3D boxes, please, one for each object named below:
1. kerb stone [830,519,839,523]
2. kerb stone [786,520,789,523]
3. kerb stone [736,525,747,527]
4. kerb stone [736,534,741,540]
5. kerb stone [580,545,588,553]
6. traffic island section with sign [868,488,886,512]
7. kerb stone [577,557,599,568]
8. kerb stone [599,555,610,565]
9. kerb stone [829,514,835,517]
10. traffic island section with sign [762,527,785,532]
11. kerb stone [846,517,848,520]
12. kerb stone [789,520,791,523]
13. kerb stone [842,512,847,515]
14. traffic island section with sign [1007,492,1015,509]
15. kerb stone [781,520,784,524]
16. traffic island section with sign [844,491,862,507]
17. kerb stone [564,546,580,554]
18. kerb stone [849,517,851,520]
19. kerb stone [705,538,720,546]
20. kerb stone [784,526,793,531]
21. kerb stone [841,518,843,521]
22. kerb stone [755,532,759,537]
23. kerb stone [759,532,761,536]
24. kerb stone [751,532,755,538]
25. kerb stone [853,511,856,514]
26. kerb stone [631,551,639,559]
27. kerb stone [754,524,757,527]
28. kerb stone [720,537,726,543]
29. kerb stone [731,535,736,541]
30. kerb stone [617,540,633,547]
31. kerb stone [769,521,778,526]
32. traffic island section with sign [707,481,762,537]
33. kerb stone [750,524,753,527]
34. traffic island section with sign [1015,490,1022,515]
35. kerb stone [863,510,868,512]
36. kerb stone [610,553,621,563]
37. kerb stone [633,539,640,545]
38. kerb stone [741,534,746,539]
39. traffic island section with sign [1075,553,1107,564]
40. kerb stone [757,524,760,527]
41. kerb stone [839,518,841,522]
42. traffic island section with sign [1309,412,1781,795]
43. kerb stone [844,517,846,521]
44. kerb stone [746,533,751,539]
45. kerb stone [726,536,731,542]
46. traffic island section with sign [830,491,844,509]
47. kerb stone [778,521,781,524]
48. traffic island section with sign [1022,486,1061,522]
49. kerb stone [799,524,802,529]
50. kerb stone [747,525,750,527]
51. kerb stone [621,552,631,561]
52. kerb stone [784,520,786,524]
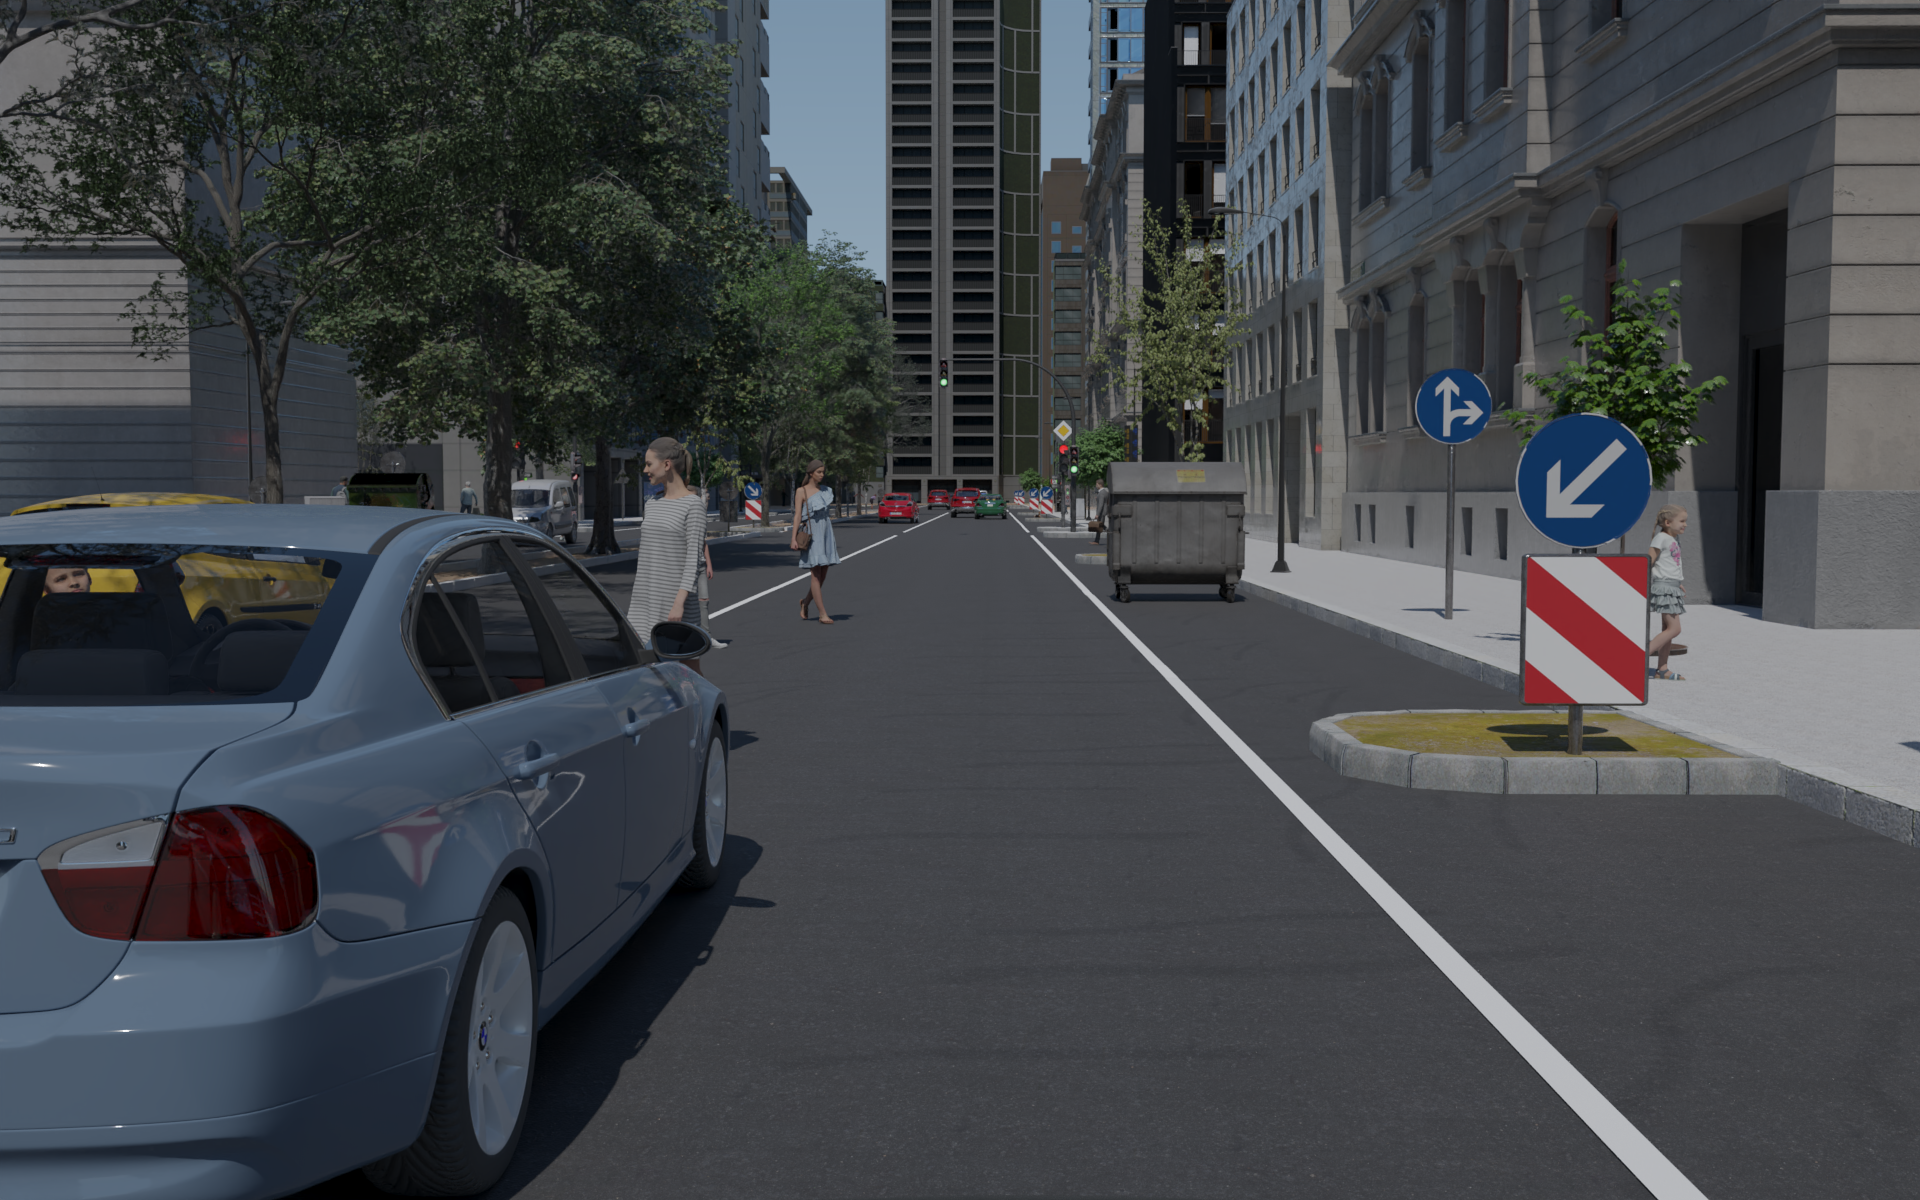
[{"bbox_3d":[-6.363,-4.022,87.957,0.120,0.150,1.000,0,4,1],"label":"kerb stone"},{"bbox_3d":[-8.539,-3.771,83.850,0.120,0.150,1.000,0,4,1],"label":"kerb stone"},{"bbox_3d":[-8.798,-2.893,69.515,0.120,0.150,1.000,0,4,1],"label":"kerb stone"},{"bbox_3d":[-6.981,-1.915,53.571,0.120,0.150,1.000,0,4,1],"label":"kerb stone"},{"bbox_3d":[-9.280,-1.230,42.312,0.120,0.150,1.000,0,4,1],"label":"kerb stone"},{"bbox_3d":[-6.447,-8.138,141.190,2.006,1.907,1.989,0,4,1],"label":"traffic island section with sign"},{"bbox_3d":[-7.337,-0.729,34.121,0.120,0.150,1.000,0,4,1],"label":"kerb stone"},{"bbox_3d":[-7.320,-0.793,35.153,0.120,0.150,1.000,0,4,1],"label":"kerb stone"},{"bbox_3d":[-8.095,-5.273,108.439,0.120,0.150,1.000,0,4,1],"label":"kerb stone"},{"bbox_3d":[-7.790,-3.543,66.063,2.006,1.907,1.989,0,4,1],"label":"traffic island section with sign"},{"bbox_3d":[-6.266,-4.336,93.084,0.120,0.150,1.000,0,4,1],"label":"kerb stone"},{"bbox_3d":[-8.518,-3.830,84.872,0.120,0.150,1.000,0,4,1],"label":"kerb stone"},{"bbox_3d":[-7.906,-5.895,118.705,0.120,0.150,1.000,0,4,1],"label":"kerb stone"},{"bbox_3d":[5.806,-9.743,167.930,1.989,1.847,2.006,0,4,1],"label":"traffic island section with sign"},{"bbox_3d":[-8.569,-3.643,81.804,0.120,0.150,1.000,0,4,1],"label":"kerb stone"},{"bbox_3d":[-12.112,-11.450,195.835,1.989,1.847,2.006,0,4,1],"label":"traffic island section with sign"},{"bbox_3d":[-9.304,-1.168,41.287,0.120,0.150,1.000,0,4,1],"label":"kerb stone"},{"bbox_3d":[-6.229,-4.461,95.135,0.120,0.150,1.000,0,4,1],"label":"kerb stone"},{"bbox_3d":[-7.059,-1.669,49.476,0.120,0.150,1.000,0,4,1],"label":"kerb stone"},{"bbox_3d":[-6.732,-2.767,67.439,0.120,0.150,1.000,0,4,1],"label":"kerb stone"},{"bbox_3d":[-6.324,-4.145,90.008,0.120,0.150,1.000,0,4,1],"label":"kerb stone"},{"bbox_3d":[-6.908,-2.169,57.666,0.120,0.150,1.000,0,4,1],"label":"kerb stone"},{"bbox_3d":[-6.883,-2.228,58.688,0.120,0.150,1.000,0,4,1],"label":"kerb stone"},{"bbox_3d":[-6.929,-2.099,56.640,0.120,0.150,1.000,0,4,1],"label":"kerb stone"},{"bbox_3d":[-7.797,-6.279,124.862,0.120,0.150,1.000,0,4,1],"label":"kerb stone"},{"bbox_3d":[-7.254,-0.980,38.222,0.120,0.150,1.000,0,4,1],"label":"kerb stone"},{"bbox_3d":[-8.738,-3.082,72.583,0.120,0.150,1.000,0,4,1],"label":"kerb stone"},{"bbox_3d":[-7.035,-1.729,50.498,0.120,0.150,1.000,0,4,1],"label":"kerb stone"},{"bbox_3d":[-6.992,-1.856,52.545,0.120,0.150,1.000,0,4,1],"label":"kerb stone"},{"bbox_3d":[-9.198,-1.543,47.426,0.120,0.150,1.000,0,4,1],"label":"kerb stone"},{"bbox_3d":[-8.617,-3.520,79.752,0.120,0.150,1.000,0,4,1],"label":"kerb stone"},{"bbox_3d":[-7.933,-3.090,58.658,2.006,1.907,1.989,0,4,1],"label":"traffic island section with sign"},{"bbox_3d":[-8.766,-3.013,71.562,0.120,0.150,1.000,0,4,1],"label":"kerb stone"},{"bbox_3d":[4.904,-6.681,117.861,1.989,1.847,2.006,0,4,1],"label":"traffic island section with sign"},{"bbox_3d":[-7.571,-7.032,137.162,0.120,0.150,1.000,0,4,1],"label":"kerb stone"},{"bbox_3d":[-7.292,-0.850,36.175,0.120,0.150,1.000,0,4,1],"label":"kerb stone"},{"bbox_3d":[-9.178,-1.606,48.452,0.120,0.150,1.000,0,4,1],"label":"kerb stone"},{"bbox_3d":[-6.969,-1.981,54.592,0.120,0.150,1.000,0,4,1],"label":"kerb stone"},{"bbox_3d":[3.421,-1.684,36.163,1.989,1.847,2.006,0,4,1],"label":"traffic island section with sign"},{"bbox_3d":[-8.715,-3.140,73.612,0.120,0.150,1.000,0,4,1],"label":"kerb stone"},{"bbox_3d":[-6.352,-4.082,88.979,0.120,0.150,1.000,0,4,1],"label":"kerb stone"},{"bbox_3d":[2.943,-0.036,9.212,1.989,1.847,2.006,0,4,1],"label":"traffic island section with sign"},{"bbox_3d":[-6.285,-4.271,92.062,0.120,0.150,1.000,0,4,1],"label":"kerb stone"},{"bbox_3d":[-6.937,-2.043,55.618,0.120,0.150,1.000,0,4,1],"label":"kerb stone"},{"bbox_3d":[-7.024,-1.794,51.523,0.120,0.150,1.000,0,4,1],"label":"kerb stone"},{"bbox_3d":[-12.618,-9.764,168.270,1.989,1.847,2.006,0,4,1],"label":"traffic island section with sign"},{"bbox_3d":[-8.588,-3.583,80.777,0.120,0.150,1.000,0,4,1],"label":"kerb stone"},{"bbox_3d":[4.414,-5.025,90.786,1.989,1.847,2.006,0,4,1],"label":"traffic island section with sign"},{"bbox_3d":[-6.670,-2.955,70.516,0.120,0.150,1.000,0,4,1],"label":"kerb stone"},{"bbox_3d":[-8.769,-2.957,70.539,0.120,0.150,1.000,0,4,1],"label":"kerb stone"},{"bbox_3d":[-7.280,-0.916,37.201,0.120,0.150,1.000,0,4,1],"label":"kerb stone"},{"bbox_3d":[-8.554,-3.708,82.826,0.120,0.150,1.000,0,4,1],"label":"kerb stone"}]
